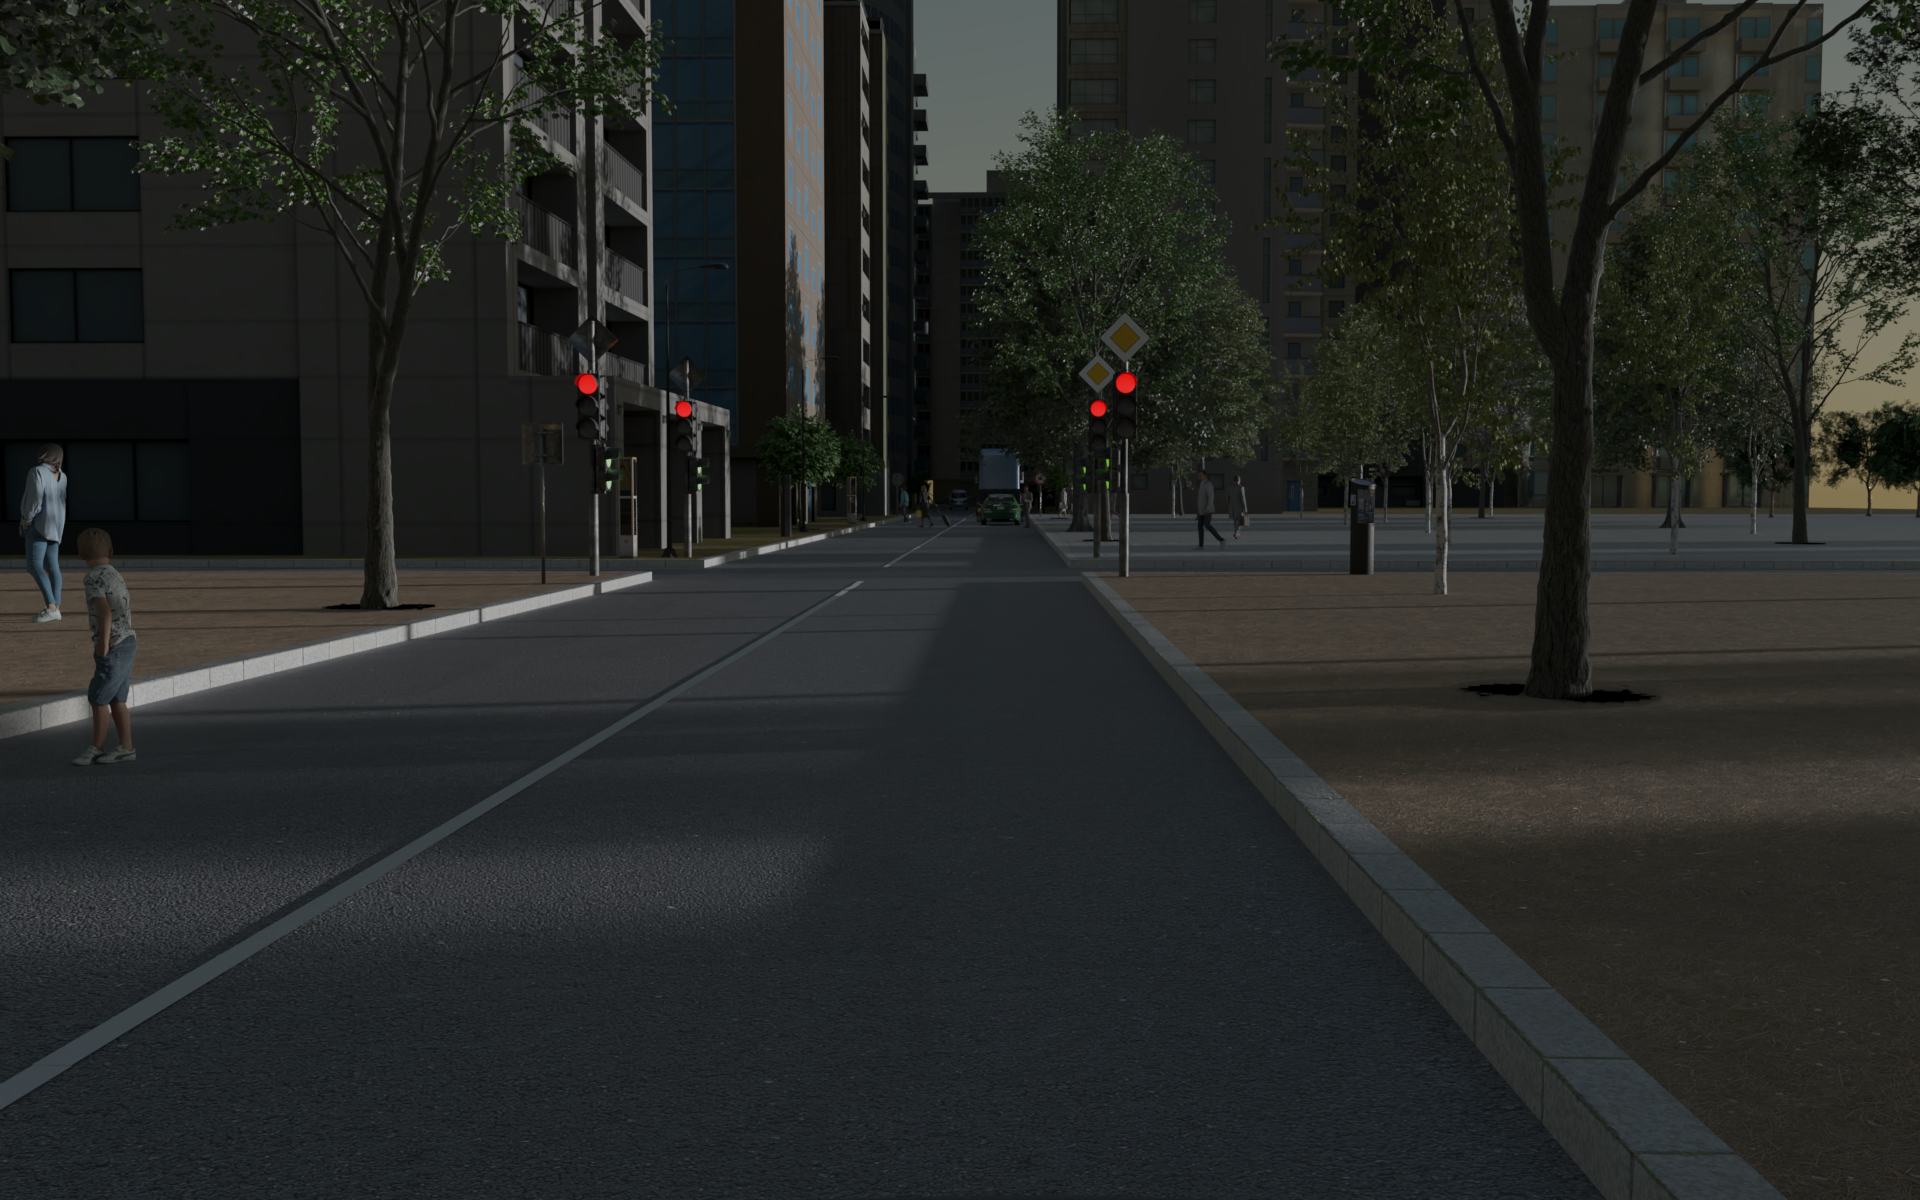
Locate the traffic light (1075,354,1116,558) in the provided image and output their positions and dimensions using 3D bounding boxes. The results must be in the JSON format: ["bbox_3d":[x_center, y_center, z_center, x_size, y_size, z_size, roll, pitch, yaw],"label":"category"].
[{"bbox_3d":[2.747,-2.810,34.867,0.839,4.253,0.868,0,4,2],"label":"traffic light"}]

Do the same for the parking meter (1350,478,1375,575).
[{"bbox_3d":[6.424,-1.177,27.661,0.372,1.533,0.369,0,3,0],"label":"parking meter"}]

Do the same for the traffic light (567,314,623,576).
[{"bbox_3d":[-5.728,-2.335,27.091,0.839,4.253,0.868,0,4,2],"label":"traffic light"}]

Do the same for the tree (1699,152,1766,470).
[{"bbox_3d":[14.877,-5.260,36.369,4.737,8.622,4.395,0,3,0],"label":"tree"}]

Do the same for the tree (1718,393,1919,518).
[{"bbox_3d":[51.604,-8.211,97.150,20.602,7.101,11.467,-3,5,-44],"label":"tree"}]

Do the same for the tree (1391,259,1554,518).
[{"bbox_3d":[27.607,-11.049,91.017,12.009,13.543,11.850,0,3,0],"label":"tree"}]

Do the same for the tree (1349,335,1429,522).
[{"bbox_3d":[19.628,-7.875,79.112,4.360,8.622,3.978,0,3,0],"label":"tree"}]

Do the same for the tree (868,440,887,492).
[{"bbox_3d":[-5.402,-6.367,87.821,4.285,4.588,4.351,0,3,0],"label":"tree"}]

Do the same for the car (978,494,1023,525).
[{"bbox_3d":[1.899,-4.233,81.010,2.131,1.459,4.920,0,4,1],"label":"car"}]

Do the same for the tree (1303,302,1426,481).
[{"bbox_3d":[24.080,-11.274,102.449,7.486,12.596,7.792,0,3,0],"label":"tree"}]

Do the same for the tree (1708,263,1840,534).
[{"bbox_3d":[25.723,-6.421,55.349,4.360,8.622,3.978,0,3,0],"label":"tree"}]

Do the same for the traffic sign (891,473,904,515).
[{"bbox_3d":[-3.761,-6.355,104.008,0.768,2.556,0.104,1,4,11],"label":"traffic sign"}]

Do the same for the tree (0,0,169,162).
[{"bbox_3d":[-7.056,-6.189,7.852,9.857,13.997,8.962,0,3,0],"label":"tree"}]

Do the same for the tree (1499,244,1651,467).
[{"bbox_3d":[28.582,-9.829,78.838,7.486,12.596,7.792,0,3,0],"label":"tree"}]

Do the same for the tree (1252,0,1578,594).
[{"bbox_3d":[6.005,-4.369,21.789,4.737,8.622,4.395,0,3,0],"label":"tree"}]

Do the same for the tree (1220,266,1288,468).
[{"bbox_3d":[12.194,-10.179,84.549,7.486,12.596,7.792,0,3,0],"label":"tree"}]

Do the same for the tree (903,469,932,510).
[{"bbox_3d":[-3.461,-8.677,136.470,1.663,3.219,1.824,0,3,0],"label":"tree"}]

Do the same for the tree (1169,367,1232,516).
[{"bbox_3d":[13.023,-10.343,103.521,8.767,10.594,7.601,-3,5,-42],"label":"tree"}]

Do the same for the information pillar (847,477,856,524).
[{"bbox_3d":[-4.645,-4.266,74.241,0.304,2.012,0.304,-2,4,-31],"label":"information pillar"}]

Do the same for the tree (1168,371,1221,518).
[{"bbox_3d":[11.804,-8.771,93.766,4.360,8.622,3.978,0,3,0],"label":"tree"}]

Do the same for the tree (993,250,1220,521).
[{"bbox_3d":[5.241,-9.393,71.703,7.486,12.596,7.792,0,3,0],"label":"tree"}]

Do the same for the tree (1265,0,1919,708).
[{"bbox_3d":[3.715,-5.182,10.489,9.928,11.665,9.643,0,3,0],"label":"tree"}]

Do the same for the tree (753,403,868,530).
[{"bbox_3d":[-5.834,-4.841,62.861,4.285,4.588,4.351,0,3,0],"label":"tree"}]

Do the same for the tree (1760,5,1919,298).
[{"bbox_3d":[14.476,-5.328,21.527,8.767,10.594,7.601,2,4,29],"label":"tree"}]

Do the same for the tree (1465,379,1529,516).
[{"bbox_3d":[31.958,-9.375,103.640,4.360,8.622,3.978,0,3,0],"label":"tree"}]

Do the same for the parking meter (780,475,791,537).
[{"bbox_3d":[-5.256,-2.846,52.241,0.255,1.863,0.399,-1,4,-18],"label":"parking meter"}]

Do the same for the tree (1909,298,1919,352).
[{"bbox_3d":[31.136,-6.271,52.888,4.360,8.622,3.978,0,3,0],"label":"tree"}]

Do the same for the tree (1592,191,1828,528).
[{"bbox_3d":[27.164,-9.079,65.450,9.611,12.733,9.660,0,3,0],"label":"tree"}]

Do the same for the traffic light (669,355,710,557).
[{"bbox_3d":[-5.511,-2.823,35.074,0.839,4.253,0.868,0,4,2],"label":"traffic light"}]

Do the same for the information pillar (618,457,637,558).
[{"bbox_3d":[-6.639,-1.841,34.592,0.304,2.012,0.304,0,4,4],"label":"information pillar"}]

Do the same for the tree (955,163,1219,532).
[{"bbox_3d":[4.243,-8.666,58.705,9.611,12.733,9.660,0,3,0],"label":"tree"}]

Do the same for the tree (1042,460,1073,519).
[{"bbox_3d":[4.991,-5.799,89.417,1.663,3.219,1.824,0,3,0],"label":"tree"}]

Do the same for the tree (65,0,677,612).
[{"bbox_3d":[-6.328,-5.708,19.086,9.928,11.665,9.643,0,3,0],"label":"tree"}]

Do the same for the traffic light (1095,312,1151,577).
[{"bbox_3d":[2.531,-2.322,26.884,0.839,4.253,0.868,0,4,2],"label":"traffic light"}]

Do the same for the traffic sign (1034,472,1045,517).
[{"bbox_3d":[4.573,-6.012,98.399,0.768,2.556,0.104,0,4,4],"label":"traffic sign"}]
